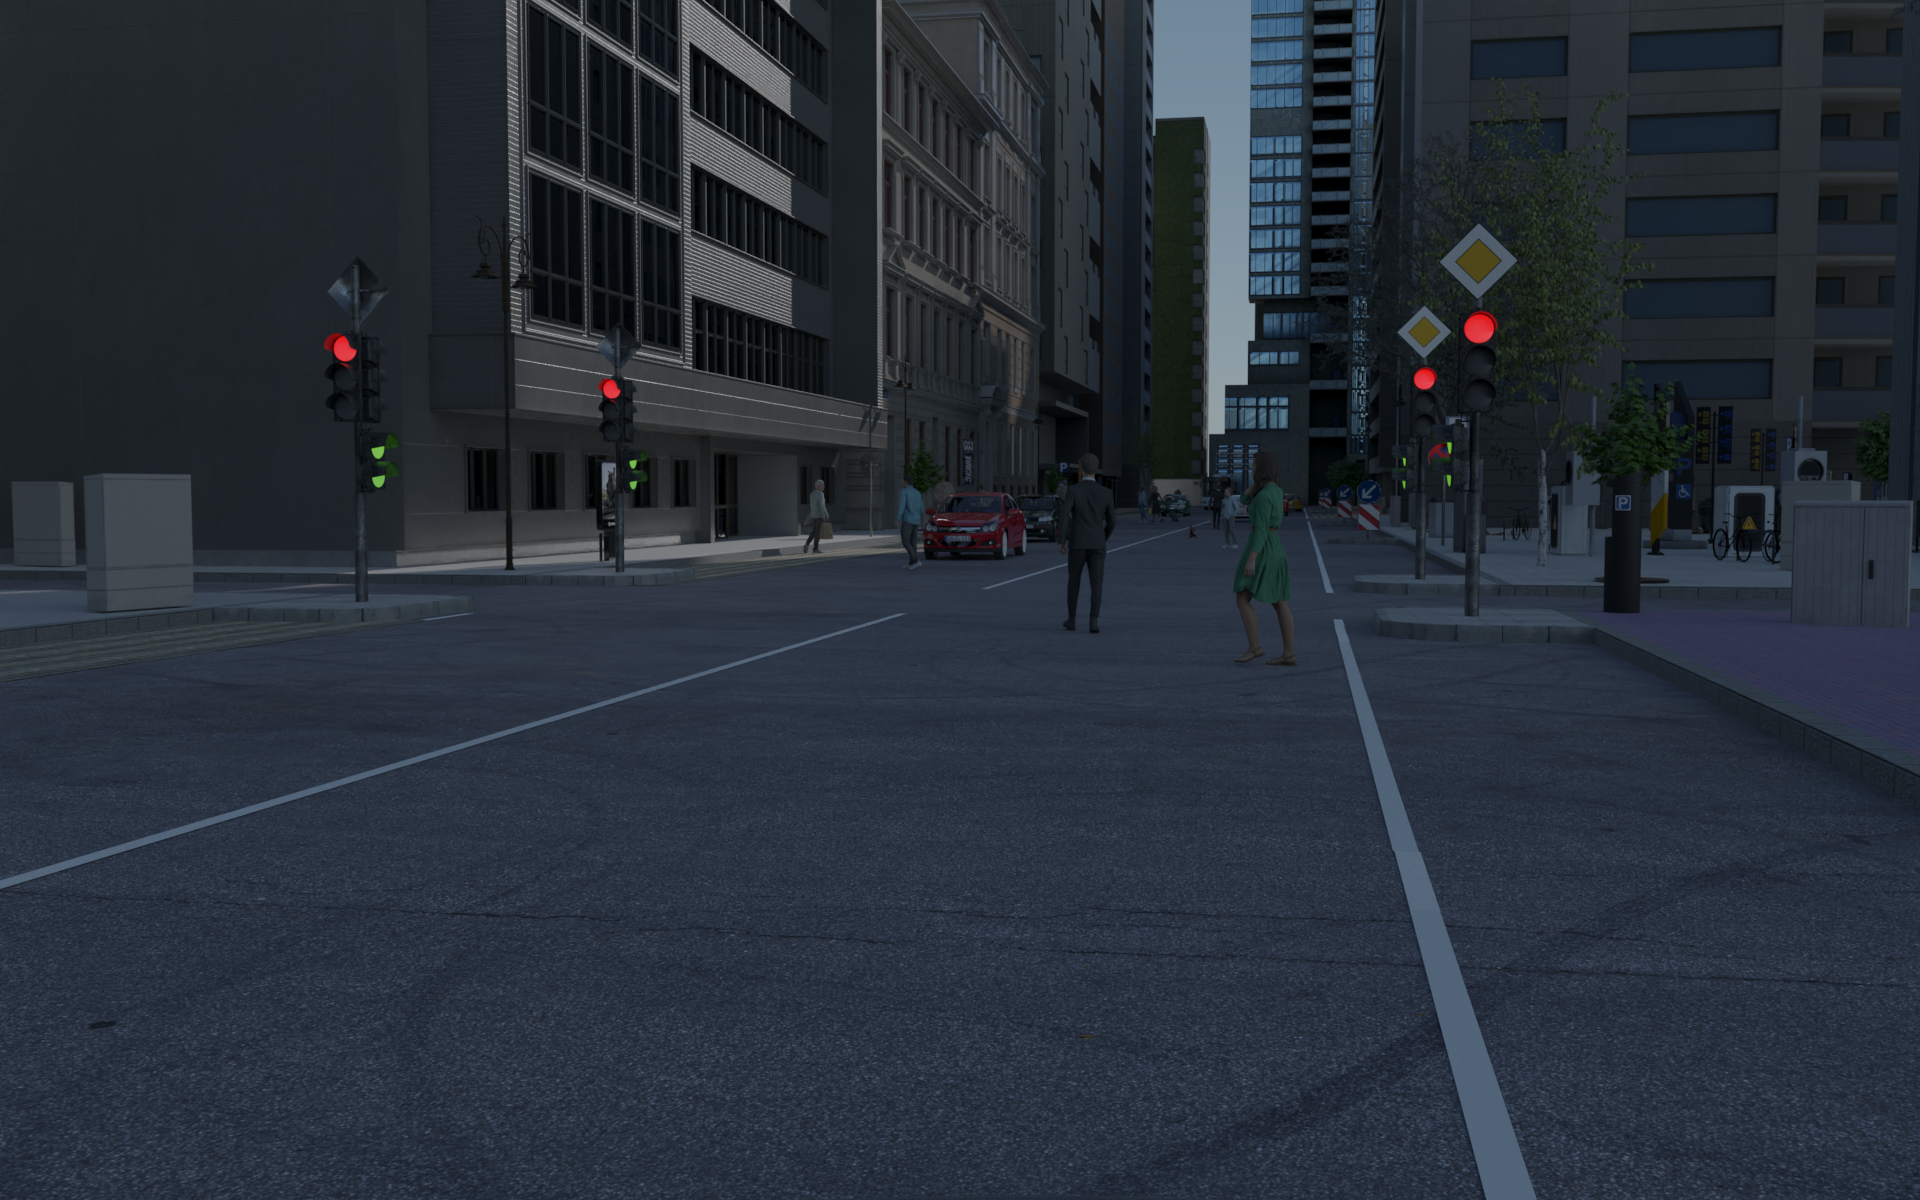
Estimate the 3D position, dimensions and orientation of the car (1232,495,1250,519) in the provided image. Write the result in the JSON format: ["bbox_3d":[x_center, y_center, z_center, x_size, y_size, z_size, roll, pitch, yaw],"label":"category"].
[{"bbox_3d":[14.719,-4.762,90.228,2.083,1.381,4.827,1,4,11],"label":"car"}]

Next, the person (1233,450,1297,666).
[{"bbox_3d":[2.549,-0.347,14.424,0.529,1.795,0.600,1,4,14],"label":"person"}]

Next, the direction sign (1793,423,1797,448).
[{"bbox_3d":[26.821,-3.889,55.575,0.379,3.537,0.876,3,4,39],"label":"direction sign"}]

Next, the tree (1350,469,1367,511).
[{"bbox_3d":[30.853,-8.518,133.875,1.663,3.219,1.824,0,3,0],"label":"tree"}]

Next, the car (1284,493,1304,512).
[{"bbox_3d":[26.478,-7.842,138.433,2.015,1.641,3.980,1,4,10],"label":"car"}]

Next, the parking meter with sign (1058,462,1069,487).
[{"bbox_3d":[5.551,-5.998,94.335,0.543,3.016,1.738,1,4,10],"label":"parking meter with sign"}]

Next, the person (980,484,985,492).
[{"bbox_3d":[0.759,-2.982,57.590,0.374,1.781,0.599,2,4,33],"label":"person"}]

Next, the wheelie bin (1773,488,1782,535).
[{"bbox_3d":[25.956,-2.849,54.492,0.693,1.594,0.980,0,4,-1],"label":"wheelie bin"}]

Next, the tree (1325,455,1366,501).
[{"bbox_3d":[32.579,-9.957,146.507,4.285,4.588,4.351,0,3,0],"label":"tree"}]

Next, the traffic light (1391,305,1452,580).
[{"bbox_3d":[6.902,-2.264,25.936,0.839,4.253,0.868,1,4,11],"label":"traffic light"}]

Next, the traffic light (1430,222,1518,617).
[{"bbox_3d":[5.363,-1.785,18.101,0.839,4.253,0.868,1,4,11],"label":"traffic light"}]

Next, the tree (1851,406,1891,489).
[{"bbox_3d":[32.639,-4.680,60.230,4.285,4.588,4.351,0,3,0],"label":"tree"}]

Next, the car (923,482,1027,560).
[{"bbox_3d":[0.372,-1.842,39.165,2.155,1.783,4.494,1,4,11],"label":"car"}]

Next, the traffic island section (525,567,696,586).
[{"bbox_3d":[-5.613,-0.381,28.504,2.009,0.180,2.903,1,4,11],"label":"traffic island section"}]

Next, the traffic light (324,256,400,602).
[{"bbox_3d":[-7.114,-1.933,20.526,0.839,4.253,0.868,1,4,11],"label":"traffic light"}]

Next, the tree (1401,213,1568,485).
[{"bbox_3d":[13.467,-5.802,45.226,4.360,8.622,3.978,0,3,0],"label":"tree"}]

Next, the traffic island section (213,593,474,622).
[{"bbox_3d":[-7.152,0.099,20.668,2.009,0.180,2.903,1,4,11],"label":"traffic island section"}]

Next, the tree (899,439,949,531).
[{"bbox_3d":[-1.196,-4.039,60.632,1.663,3.219,1.824,0,3,0],"label":"tree"}]

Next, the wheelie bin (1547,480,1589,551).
[{"bbox_3d":[13.289,-1.835,37.908,0.693,1.594,0.980,2,4,34],"label":"wheelie bin"}]

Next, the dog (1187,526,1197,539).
[{"bbox_3d":[7.468,-2.201,56.173,0.550,0.427,0.748,3,4,37],"label":"dog"}]

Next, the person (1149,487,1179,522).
[{"bbox_3d":[10.308,-4.856,88.110,1.509,1.804,0.699,2,4,32],"label":"person"}]

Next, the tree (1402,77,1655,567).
[{"bbox_3d":[10.130,-4.888,30.283,4.737,8.622,4.395,0,3,0],"label":"tree"}]

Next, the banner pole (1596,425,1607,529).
[{"bbox_3d":[23.271,-4.470,63.102,0.863,3.779,0.401,-2,4,-33],"label":"banner pole"}]

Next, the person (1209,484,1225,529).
[{"bbox_3d":[10.472,-3.809,70.554,0.659,1.850,0.755,1,4,11],"label":"person"}]

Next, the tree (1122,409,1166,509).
[{"bbox_3d":[15.848,-12.137,148.796,4.737,8.622,4.395,0,3,0],"label":"tree"}]

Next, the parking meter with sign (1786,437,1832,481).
[{"bbox_3d":[26.141,-3.456,52.774,1.738,3.016,0.543,0,4,8],"label":"parking meter with sign"}]

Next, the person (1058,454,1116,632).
[{"bbox_3d":[1.288,-0.597,18.032,0.659,1.850,0.755,0,4,-8],"label":"person"}]

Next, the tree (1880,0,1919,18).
[{"bbox_3d":[6.876,-5.981,8.166,12.009,13.543,11.850,0,3,0],"label":"tree"}]

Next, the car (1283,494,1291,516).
[{"bbox_3d":[20.754,-6.432,114.210,2.155,1.783,4.494,1,4,10],"label":"car"}]

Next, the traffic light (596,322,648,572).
[{"bbox_3d":[-5.575,-2.412,28.362,0.839,4.253,0.868,1,4,11],"label":"traffic light"}]

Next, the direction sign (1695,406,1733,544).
[{"bbox_3d":[19.481,-3.230,44.804,0.876,3.537,0.379,2,4,35],"label":"direction sign"}]

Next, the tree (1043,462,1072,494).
[{"bbox_3d":[5.602,-6.579,102.161,1.663,3.219,1.824,0,3,0],"label":"tree"}]

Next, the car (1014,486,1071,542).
[{"bbox_3d":[2.322,-2.633,52.835,2.009,1.686,4.222,1,4,12],"label":"car"}]

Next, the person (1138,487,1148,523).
[{"bbox_3d":[9.156,-4.767,86.704,0.793,1.790,0.793,-3,5,-41],"label":"person"}]

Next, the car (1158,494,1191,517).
[{"bbox_3d":[13.838,-6.103,111.581,2.131,1.459,4.920,1,4,12],"label":"car"}]

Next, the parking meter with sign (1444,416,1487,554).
[{"bbox_3d":[11.147,-2.555,38.041,0.543,3.016,1.738,0,4,-2],"label":"parking meter with sign"}]

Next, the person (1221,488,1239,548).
[{"bbox_3d":[7.117,-2.176,45.883,0.330,1.601,0.589,-2,4,-32],"label":"person"}]

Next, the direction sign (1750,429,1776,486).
[{"bbox_3d":[27.730,-4.151,59.874,0.876,3.537,0.379,0,4,-1],"label":"direction sign"}]

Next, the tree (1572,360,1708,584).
[{"bbox_3d":[9.703,-1.876,25.268,1.663,3.219,1.824,0,3,0],"label":"tree"}]

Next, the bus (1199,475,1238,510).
[{"bbox_3d":[23.708,-9.975,157.958,2.948,3.499,13.247,1,4,12],"label":"bus"}]

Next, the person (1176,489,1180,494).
[{"bbox_3d":[18.235,-8.356,145.051,1.348,1.831,0.705,3,4,38],"label":"person"}]

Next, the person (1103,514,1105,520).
[{"bbox_3d":[7.725,-5.267,94.428,0.447,1.846,0.655,0,4,5],"label":"person"}]

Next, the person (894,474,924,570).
[{"bbox_3d":[-0.926,-1.499,33.020,0.620,1.820,0.660,2,4,35],"label":"person"}]

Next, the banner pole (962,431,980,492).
[{"bbox_3d":[0.489,-4.818,68.796,0.863,3.779,0.401,0,4,-3],"label":"banner pole"}]

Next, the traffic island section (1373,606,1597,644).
[{"bbox_3d":[5.400,0.249,18.207,2.009,0.180,2.903,1,4,11],"label":"traffic island section"}]

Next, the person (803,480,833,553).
[{"bbox_3d":[-3.403,-1.992,41.561,0.515,1.767,0.782,-2,4,-35],"label":"person"}]

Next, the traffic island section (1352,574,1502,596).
[{"bbox_3d":[6.939,-0.230,26.043,2.009,0.180,2.903,1,4,11],"label":"traffic island section"}]

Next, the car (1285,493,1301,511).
[{"bbox_3d":[27.329,-8.269,144.244,2.155,1.783,4.494,1,4,10],"label":"car"}]
